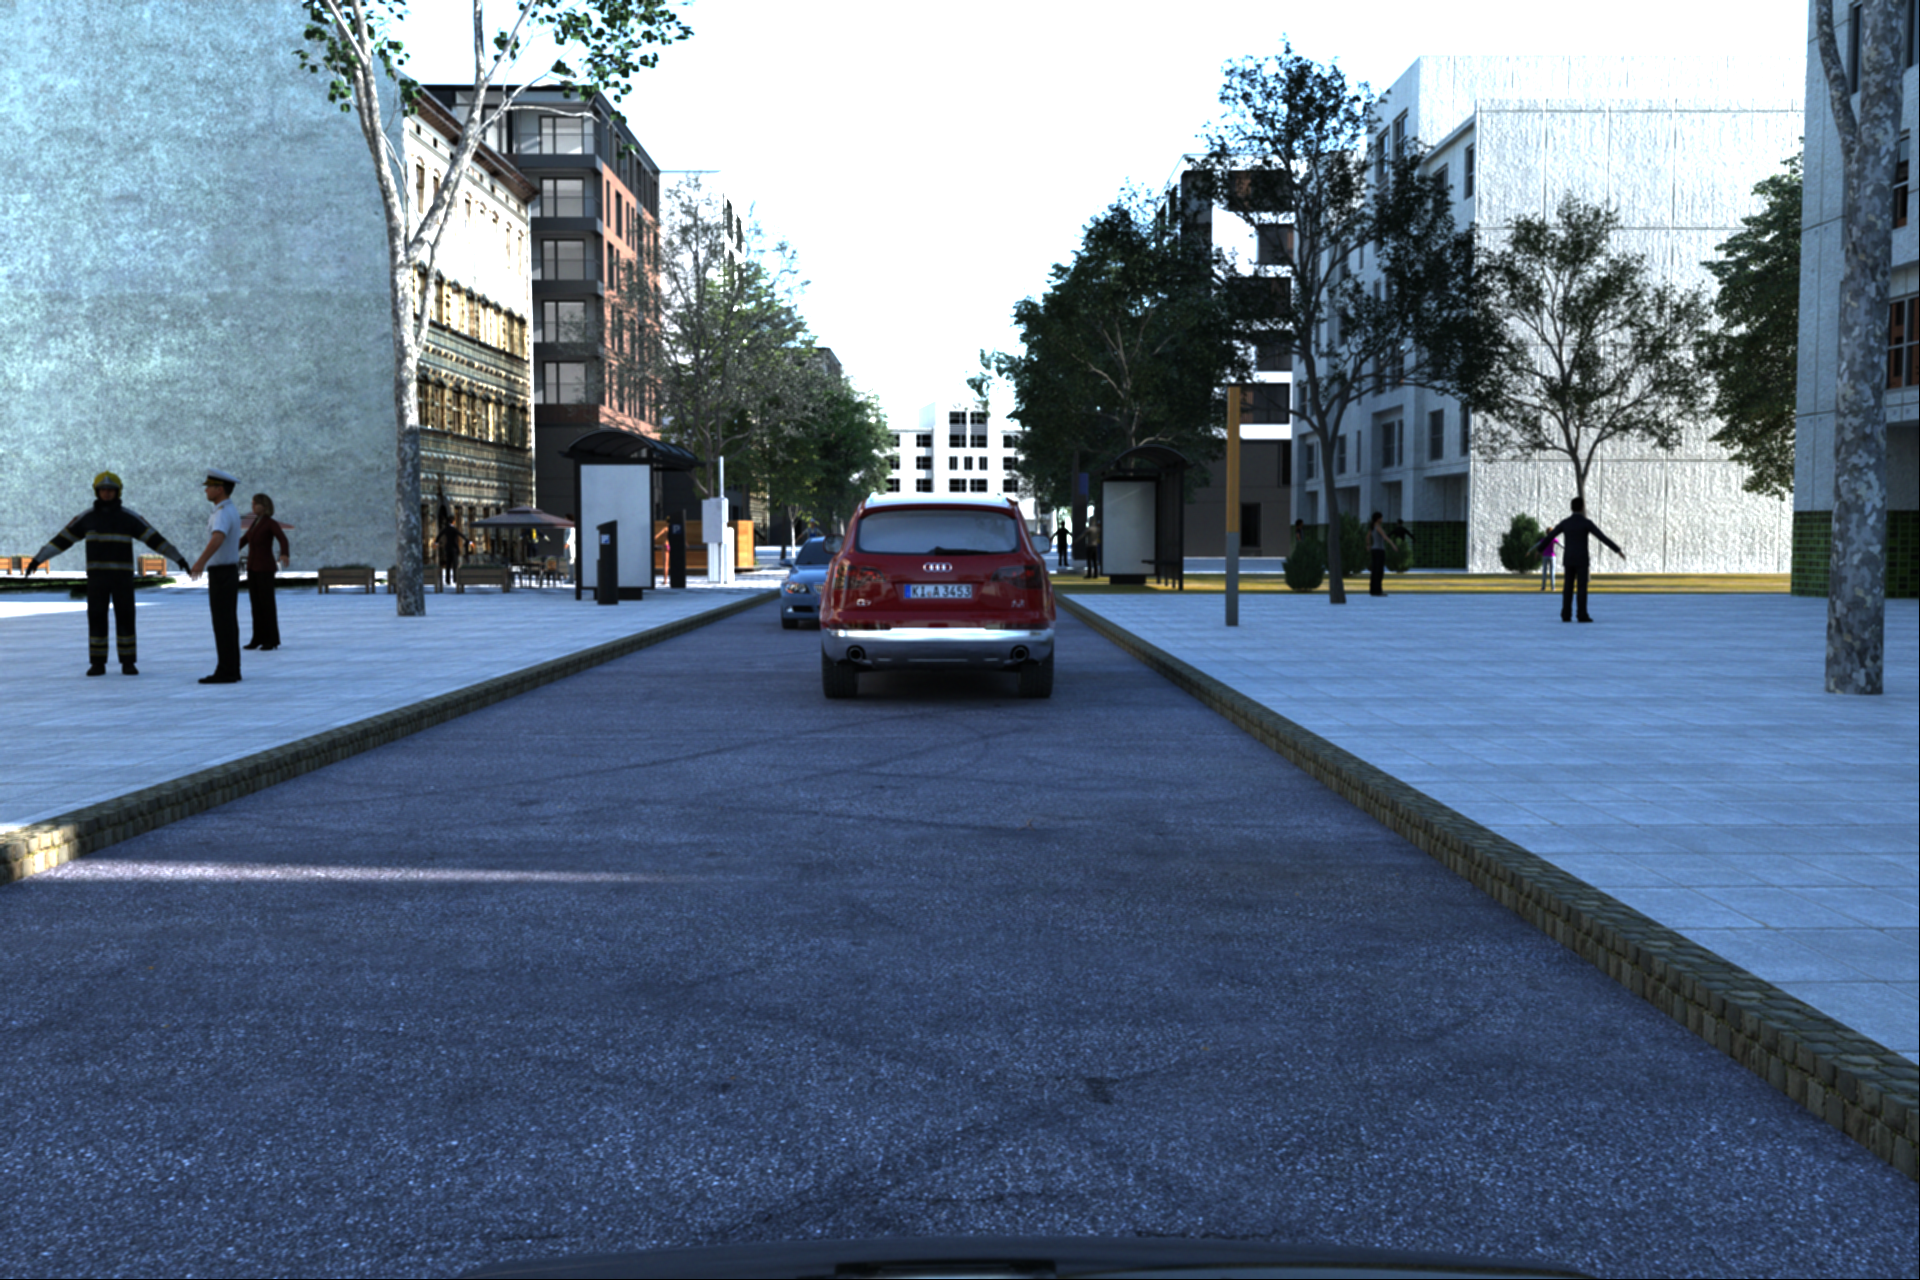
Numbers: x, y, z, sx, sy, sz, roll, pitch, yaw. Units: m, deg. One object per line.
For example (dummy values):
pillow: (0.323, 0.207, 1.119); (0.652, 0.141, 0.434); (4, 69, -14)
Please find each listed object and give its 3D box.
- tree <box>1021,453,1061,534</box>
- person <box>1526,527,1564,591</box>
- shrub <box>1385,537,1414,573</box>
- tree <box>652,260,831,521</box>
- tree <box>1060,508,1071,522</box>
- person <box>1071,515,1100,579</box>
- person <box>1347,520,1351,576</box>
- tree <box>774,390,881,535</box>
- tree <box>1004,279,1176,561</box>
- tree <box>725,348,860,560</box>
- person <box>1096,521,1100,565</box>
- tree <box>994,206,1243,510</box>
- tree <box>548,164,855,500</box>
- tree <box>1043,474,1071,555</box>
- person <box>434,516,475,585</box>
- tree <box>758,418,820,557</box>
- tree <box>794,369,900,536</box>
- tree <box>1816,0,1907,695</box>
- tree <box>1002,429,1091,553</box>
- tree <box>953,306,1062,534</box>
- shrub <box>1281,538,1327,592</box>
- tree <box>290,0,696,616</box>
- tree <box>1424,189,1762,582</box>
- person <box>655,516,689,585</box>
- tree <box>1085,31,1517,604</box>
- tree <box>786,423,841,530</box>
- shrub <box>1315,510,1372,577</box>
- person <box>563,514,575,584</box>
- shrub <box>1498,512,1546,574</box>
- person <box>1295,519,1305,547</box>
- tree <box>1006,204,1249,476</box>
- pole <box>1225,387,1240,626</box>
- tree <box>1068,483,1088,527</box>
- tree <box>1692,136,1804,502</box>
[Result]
tree: (5.571, -10.601, 123.687); (4.360, 8.622, 3.978); (0, 3, 0)
person: (13.390, -1.844, 39.411); (0.991, 1.433, 0.599); (1, 4, 13)
shrub: (14.383, -2.789, 56.723); (1.383, 1.207, 1.383); (0, 3, 0)
tree: (-9.354, -9.419, 72.125); (7.486, 12.596, 7.792); (0, 3, 0)
tree: (15.286, -17.293, 233.101); (4.737, 8.622, 4.395); (0, 3, 0)
person: (3.765, -2.662, 49.659); (1.348, 1.813, 0.705); (-2, 4, -34)
person: (11.968, -2.897, 53.643); (0.705, 1.796, 1.348); (0, 4, 6)
tree: (-8.843, -11.720, 117.376); (9.928, 11.665, 9.643); (0, 3, 0)
tree: (6.713, -10.784, 82.981); (9.857, 13.997, 8.962); (0, 3, 0)
tree: (-8.480, -9.271, 85.996); (7.601, 10.594, 8.767); (-1, 4, -15)
person: (5.730, -3.990, 71.212); (0.705, 1.833, 1.349); (0, 4, 4)
tree: (6.390, -9.844, 67.607); (9.857, 13.997, 8.962); (0, 3, 0)
tree: (-8.624, -9.071, 58.677); (12.009, 13.543, 11.850); (0, 3, 0)
tree: (5.967, -9.401, 104.069); (4.360, 8.622, 3.978); (0, 3, 0)
person: (-12.848, -2.277, 43.952); (1.216, 1.740, 0.721); (1, 4, 20)
tree: (-9.309, -8.890, 95.706); (4.737, 8.622, 4.395); (0, 3, 0)
tree: (-9.207, -13.796, 132.228); (9.857, 13.997, 8.962); (0, 3, 0)
tree: (8.655, -9.609, 12.997); (12.611, 20.169, 13.585); (0, 3, 0)
tree: (6.332, -11.123, 116.270); (7.601, 10.594, 8.767); (0, 4, -6)
tree: (5.736, -17.348, 139.531); (12.611, 20.169, 13.585); (0, 3, 0)
shrub: (7.605, -1.661, 38.266); (1.383, 1.207, 1.383); (0, 3, 0)
tree: (-7.484, -10.388, 25.736); (12.611, 20.169, 13.585); (0, 3, 0)
tree: (16.742, -6.834, 46.156); (8.767, 10.594, 7.601); (1, 4, 10)
person: (-7.429, -2.275, 44.005); (1.217, 1.733, 0.721); (-2, 4, -34)
tree: (6.825, -5.970, 32.017); (8.767, 10.594, 7.601); (-2, 4, -32)
tree: (-8.748, -9.246, 101.539); (4.737, 8.622, 4.395); (0, 3, 0)
shrub: (11.422, -2.874, 51.417); (1.690, 2.028, 1.600); (0, 3, 0)
person: (-10.070, -2.349, 44.591); (0.705, 1.806, 1.347); (-1, 4, -12)
shrub: (18.190, -3.152, 55.955); (1.690, 2.028, 1.600); (0, 3, 0)
person: (12.272, -3.442, 62.427); (0.704, 1.843, 1.345); (1, 4, 15)
tree: (4.725, -7.040, 49.514); (7.601, 10.594, 8.767); (1, 4, 11)
pole: (3.798, -1.851, 24.112); (0.158, 3.312, 0.155); (0, 3, 0)
tree: (6.120, -8.688, 92.405); (4.360, 8.622, 3.978); (0, 3, 0)
tree: (26.371, -8.795, 50.457); (9.857, 13.997, 8.962); (0, 3, 0)
